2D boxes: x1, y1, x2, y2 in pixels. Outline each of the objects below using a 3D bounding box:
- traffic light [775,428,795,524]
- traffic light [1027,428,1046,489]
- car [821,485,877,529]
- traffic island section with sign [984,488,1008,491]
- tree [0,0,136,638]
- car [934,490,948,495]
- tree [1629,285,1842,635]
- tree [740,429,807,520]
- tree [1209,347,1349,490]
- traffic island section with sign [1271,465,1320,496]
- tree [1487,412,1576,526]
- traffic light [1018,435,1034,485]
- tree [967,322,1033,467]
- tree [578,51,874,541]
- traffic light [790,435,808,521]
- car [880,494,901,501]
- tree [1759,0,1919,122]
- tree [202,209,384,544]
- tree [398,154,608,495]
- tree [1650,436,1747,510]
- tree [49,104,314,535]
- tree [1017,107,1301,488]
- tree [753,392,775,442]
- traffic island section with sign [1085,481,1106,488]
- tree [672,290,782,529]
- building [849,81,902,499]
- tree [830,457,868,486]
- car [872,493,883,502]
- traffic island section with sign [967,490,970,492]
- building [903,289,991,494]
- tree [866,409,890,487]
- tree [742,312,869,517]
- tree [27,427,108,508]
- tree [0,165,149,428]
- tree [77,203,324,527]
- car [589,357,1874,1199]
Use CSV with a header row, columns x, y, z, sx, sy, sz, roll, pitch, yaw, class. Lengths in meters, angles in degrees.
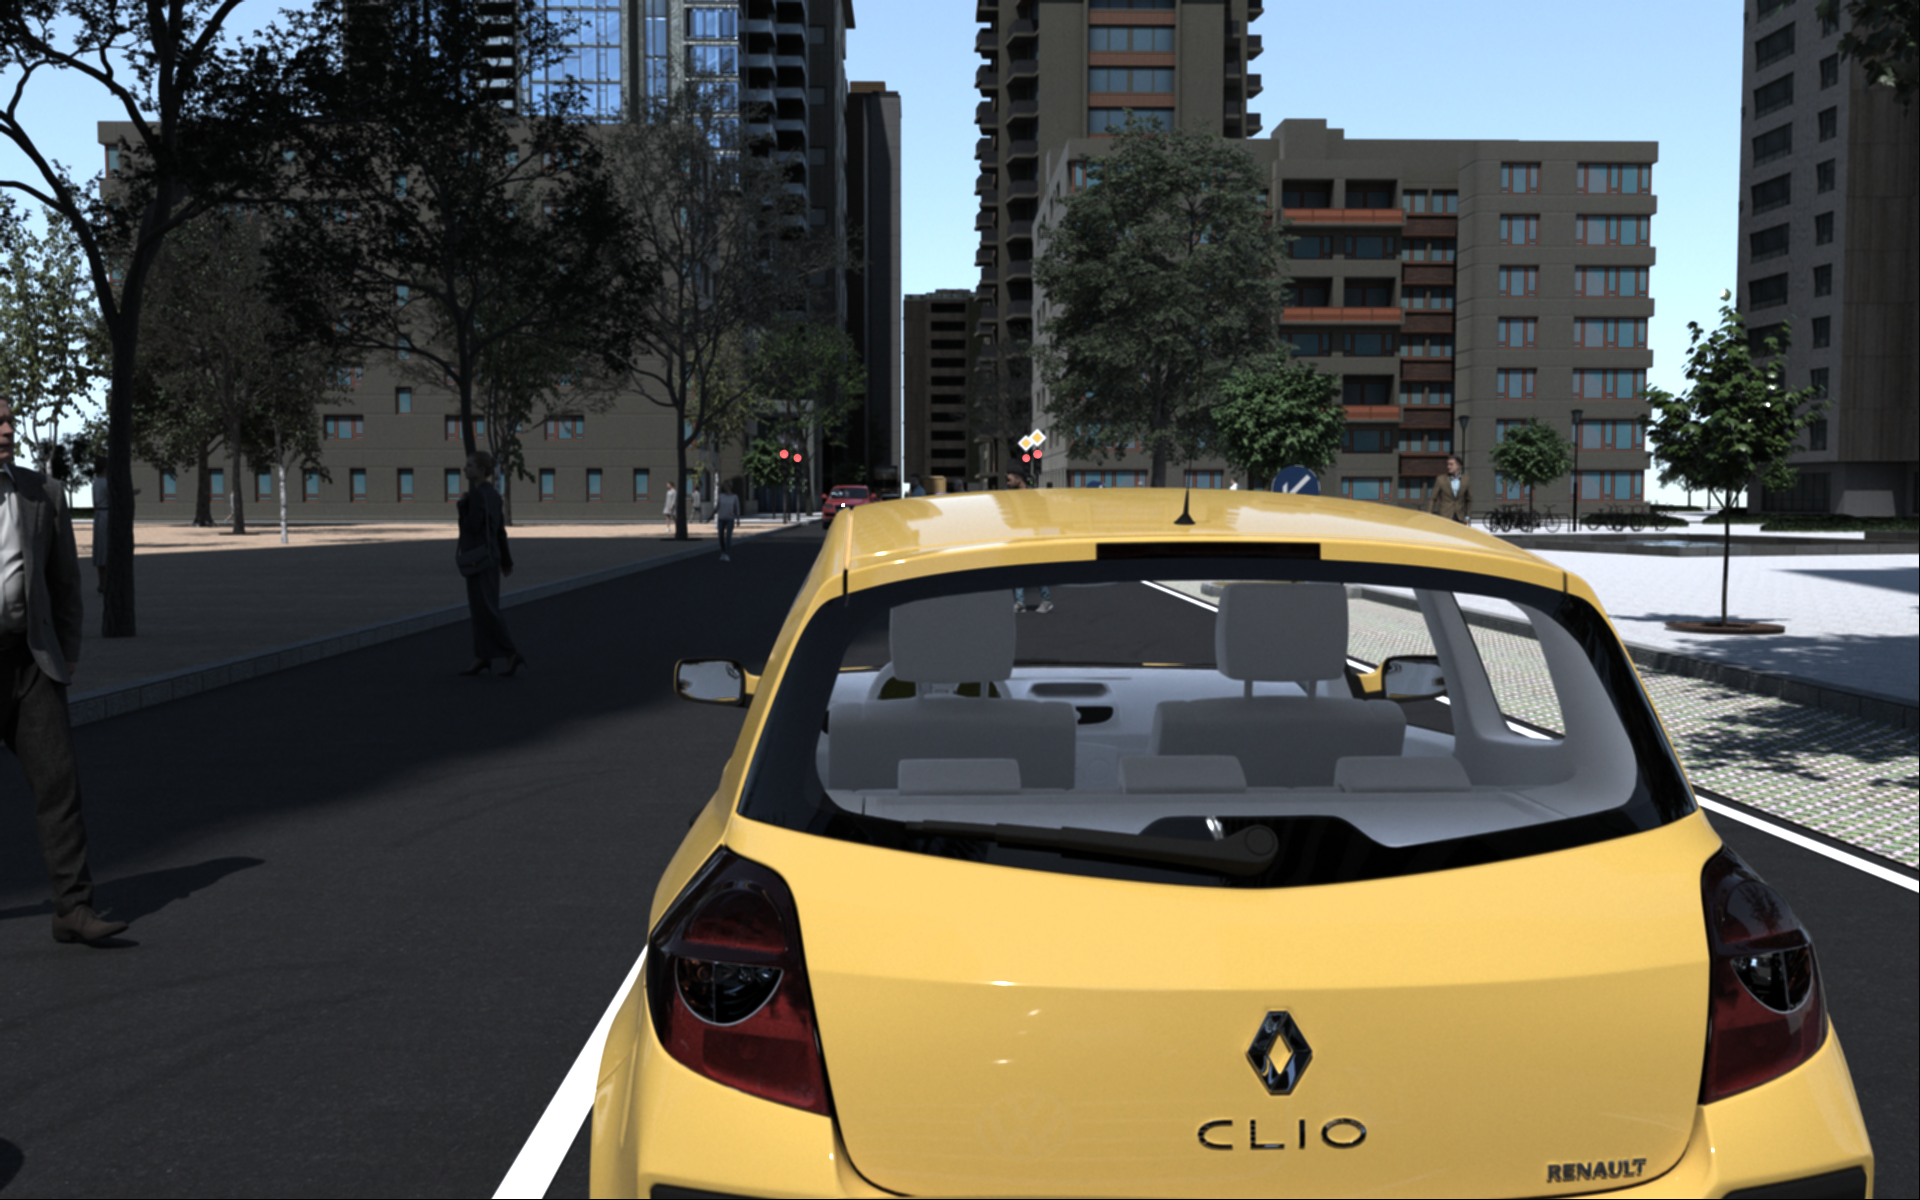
x,y,z,sx,sy,sz,roll,pitch,yaw,class
-7.469,-5.204,74.009,0.839,4.253,0.868,0,4,-1,traffic light
3.289,-5.220,74.266,0.839,4.253,0.868,0,4,-1,traffic light
-4.553,-3.870,71.948,2.281,1.827,5.304,0,4,1,car
2.599,-6.014,106.957,1.989,1.847,2.006,0,4,-1,traffic island section with sign
-7.492,-4.925,14.939,8.767,10.594,7.601,-1,4,-17,tree
-0.975,-5.812,104.616,1.945,1.707,3.694,0,4,-3,car
7.087,-1.326,16.280,1.663,3.219,1.824,0,3,0,tree
-9.430,-6.340,87.379,4.285,4.588,4.351,0,3,0,tree
7.195,-3.370,38.811,4.285,4.588,4.351,0,3,0,tree
4.463,-0.967,24.432,1.989,1.847,2.006,0,4,-1,traffic island section with sign
22.974,-5.261,69.725,4.285,4.588,4.351,0,3,0,tree
3.109,-5.708,82.249,0.839,4.253,0.868,0,4,-1,traffic light
4.358,-12.999,122.902,12.009,13.543,11.850,0,3,0,tree
-7.578,-8.391,47.563,12.009,13.543,11.850,0,3,0,tree
-7.649,-5.692,81.992,0.839,4.253,0.868,0,4,-1,traffic light
-4.893,-6.741,122.216,2.014,1.417,4.499,0,4,-3,car
8.009,-5.453,6.166,9.611,12.733,9.660,0,3,0,tree
-17.181,-5.750,44.370,4.360,8.622,3.978,0,3,0,tree
-9.760,-5.318,37.317,4.737,8.622,4.395,0,3,0,tree
59.356,-10.478,134.218,11.467,7.101,20.602,0,4,-5,tree
-22.806,-8.796,54.191,12.009,13.543,11.850,0,3,0,tree
6.835,-9.285,58.464,9.857,13.997,8.962,0,3,0,tree
-14.072,-10.012,114.061,4.360,8.622,3.978,0,3,0,tree
3.846,-2.615,51.380,1.989,1.847,2.006,0,4,-1,traffic island section with sign
-8.779,-6.895,63.096,4.737,8.622,4.395,0,3,0,tree
-22.531,-43.323,250.323,28.212,58.520,21.231,0,4,-1,building
-9.766,-10.297,152.072,4.285,4.588,4.351,0,3,0,tree
-5.721,-5.866,104.948,2.155,1.783,4.494,0,4,-1,car
0.262,-12.385,211.118,1.989,1.847,2.006,0,4,-1,traffic island section with sign
-1.172,-29.083,247.211,14.107,30.474,14.160,0,4,-1,building
-12.120,-17.629,206.356,7.486,12.596,7.792,0,3,0,tree
-8.704,-10.525,97.839,9.928,11.665,9.643,0,3,0,tree
-65.158,-10.684,137.585,11.467,7.101,20.602,-1,4,-11,tree
-20.749,-5.444,39.376,4.737,8.622,4.395,0,3,0,tree
-29.594,-9.216,67.695,9.611,12.733,9.660,0,3,0,tree
0.296,0.386,3.920,2.015,1.641,3.980,0,4,-2,car
